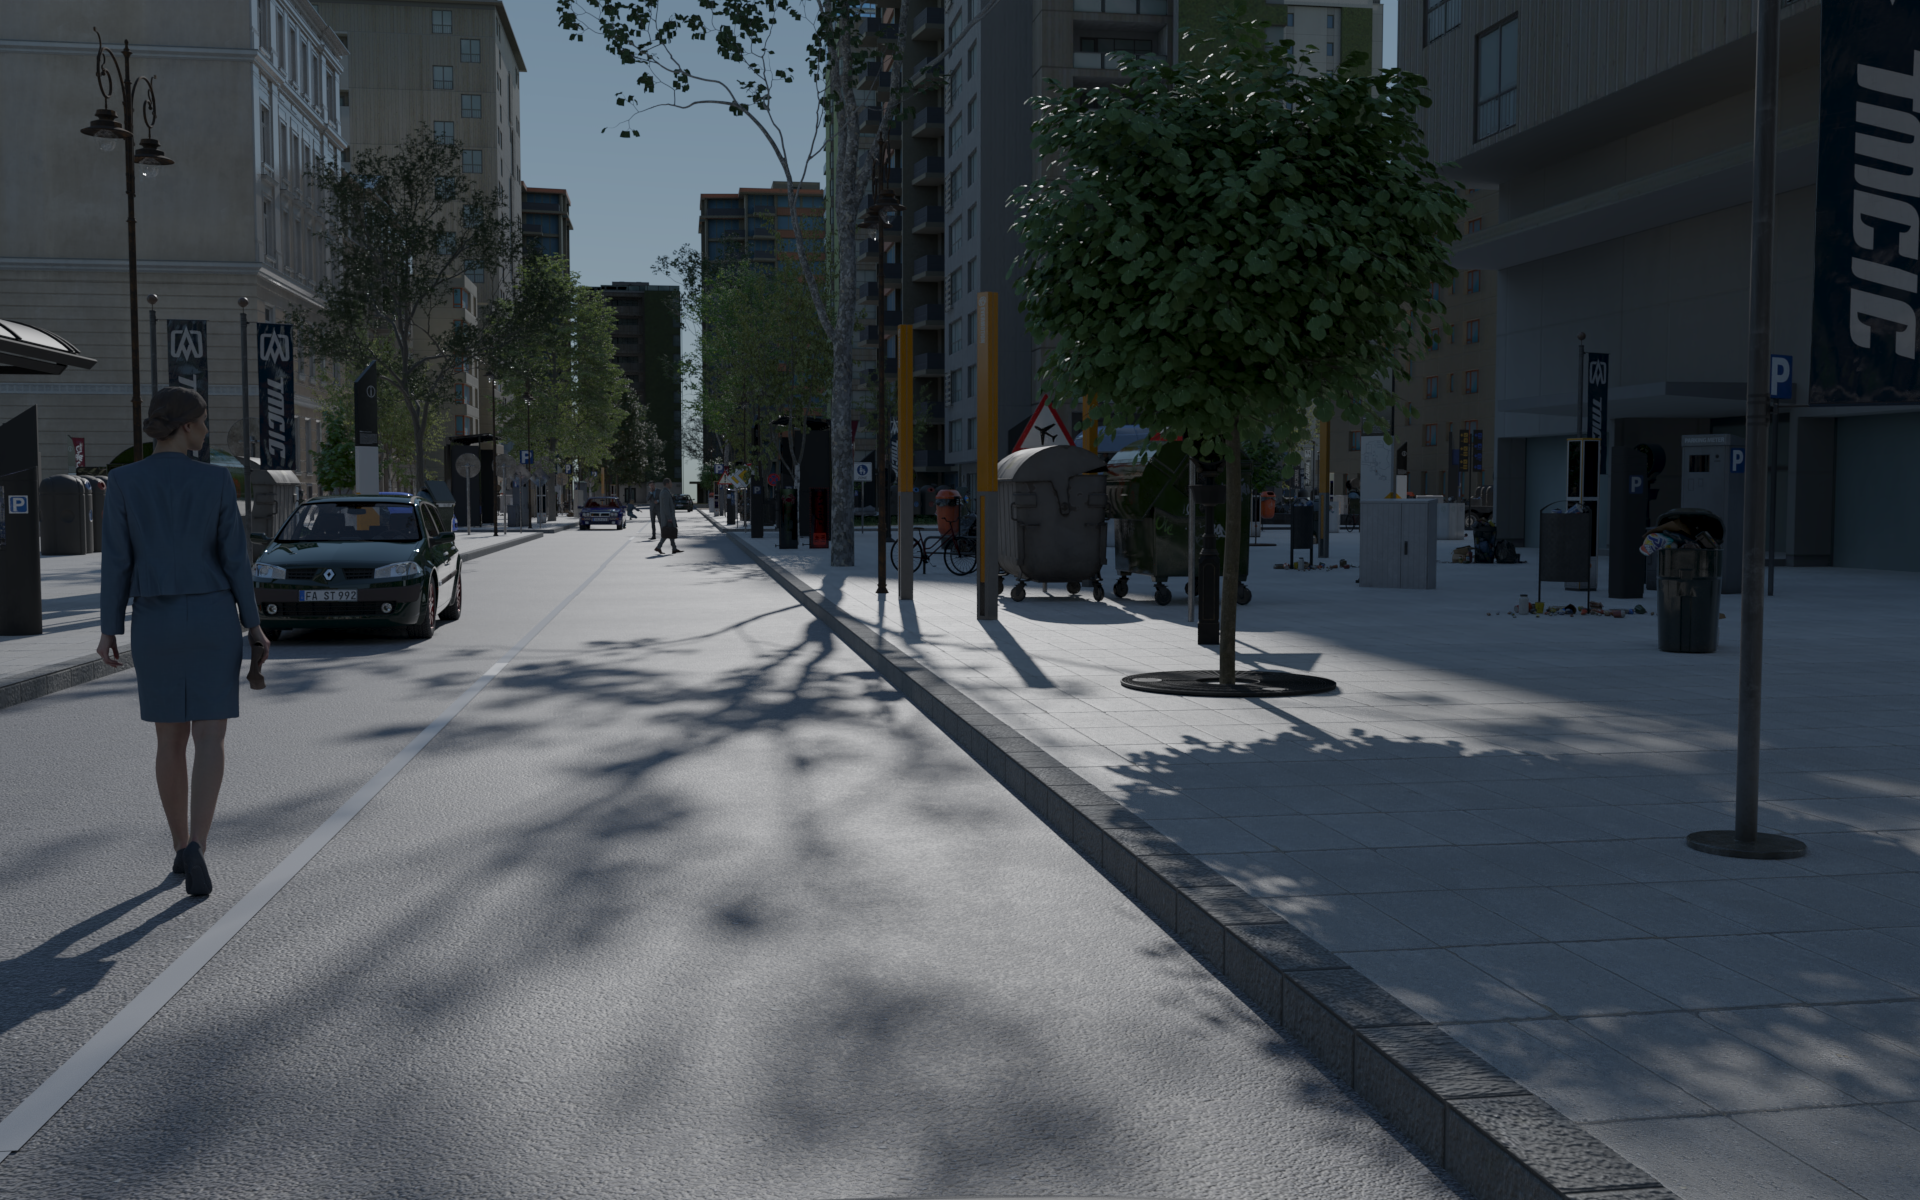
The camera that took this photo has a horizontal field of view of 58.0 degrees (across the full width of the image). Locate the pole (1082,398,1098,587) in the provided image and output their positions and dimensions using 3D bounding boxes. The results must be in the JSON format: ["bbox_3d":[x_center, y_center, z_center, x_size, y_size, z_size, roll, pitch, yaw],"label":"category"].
[{"bbox_3d":[1.788,-1.833,23.810,0.158,3.312,0.155,0,3,0],"label":"pole"}]

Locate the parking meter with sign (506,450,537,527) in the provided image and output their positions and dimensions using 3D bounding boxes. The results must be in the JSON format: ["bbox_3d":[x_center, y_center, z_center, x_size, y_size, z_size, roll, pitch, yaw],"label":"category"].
[{"bbox_3d":[-17.295,-4.390,68.035,0.543,3.016,1.738,0,4,6],"label":"parking meter with sign"}]

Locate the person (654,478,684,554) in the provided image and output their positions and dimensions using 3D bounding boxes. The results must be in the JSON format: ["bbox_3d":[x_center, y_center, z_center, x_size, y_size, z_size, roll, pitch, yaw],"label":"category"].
[{"bbox_3d":[-6.970,-2.011,41.486,0.767,1.812,0.694,-1,4,-18],"label":"person"}]

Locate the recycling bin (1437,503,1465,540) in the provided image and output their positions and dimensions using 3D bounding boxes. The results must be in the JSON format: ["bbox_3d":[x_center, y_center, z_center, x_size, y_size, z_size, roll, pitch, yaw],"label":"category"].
[{"bbox_3d":[13.674,-2.209,48.670,0.722,1.027,0.722,-3,4,-37],"label":"recycling bin"}]

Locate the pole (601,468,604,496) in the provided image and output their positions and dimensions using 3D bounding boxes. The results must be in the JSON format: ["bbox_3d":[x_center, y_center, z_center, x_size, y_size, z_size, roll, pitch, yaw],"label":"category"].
[{"bbox_3d":[-27.407,-8.506,132.909,0.158,3.312,0.155,0,3,0],"label":"pole"}]

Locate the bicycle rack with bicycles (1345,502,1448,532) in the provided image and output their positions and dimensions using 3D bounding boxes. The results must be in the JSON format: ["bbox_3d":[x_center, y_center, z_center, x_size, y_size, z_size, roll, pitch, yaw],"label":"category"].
[{"bbox_3d":[14.270,-2.668,57.006,2.852,0.926,2.925,0,4,-8],"label":"bicycle rack with bicycles"}]

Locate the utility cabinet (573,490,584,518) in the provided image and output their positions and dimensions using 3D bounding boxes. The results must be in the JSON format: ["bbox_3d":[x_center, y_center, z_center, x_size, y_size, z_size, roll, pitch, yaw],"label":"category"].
[{"bbox_3d":[-20.260,-5.098,92.038,0.318,1.500,1.173,-2,4,-24],"label":"utility cabinet"}]

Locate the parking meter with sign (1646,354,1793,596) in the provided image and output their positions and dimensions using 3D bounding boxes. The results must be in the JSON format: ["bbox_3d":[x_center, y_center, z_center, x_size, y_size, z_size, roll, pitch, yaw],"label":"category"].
[{"bbox_3d":[9.763,-1.601,22.436,0.543,3.016,1.738,-2,4,-34],"label":"parking meter with sign"}]

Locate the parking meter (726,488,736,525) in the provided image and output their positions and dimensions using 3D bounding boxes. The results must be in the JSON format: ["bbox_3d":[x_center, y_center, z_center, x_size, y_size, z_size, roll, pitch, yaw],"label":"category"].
[{"bbox_3d":[-9.587,-3.921,72.515,0.372,1.533,0.369,0,3,0],"label":"parking meter"}]

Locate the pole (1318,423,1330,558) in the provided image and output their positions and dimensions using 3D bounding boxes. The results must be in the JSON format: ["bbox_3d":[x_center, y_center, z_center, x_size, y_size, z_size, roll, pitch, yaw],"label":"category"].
[{"bbox_3d":[7.314,-2.502,34.752,0.158,3.312,0.155,0,3,0],"label":"pole"}]

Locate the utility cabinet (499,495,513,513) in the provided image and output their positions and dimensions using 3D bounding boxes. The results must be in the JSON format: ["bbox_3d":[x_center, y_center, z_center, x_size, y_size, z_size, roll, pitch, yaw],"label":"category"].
[{"bbox_3d":[-31.069,-6.587,118.852,1.020,1.237,0.306,1,4,12],"label":"utility cabinet"}]

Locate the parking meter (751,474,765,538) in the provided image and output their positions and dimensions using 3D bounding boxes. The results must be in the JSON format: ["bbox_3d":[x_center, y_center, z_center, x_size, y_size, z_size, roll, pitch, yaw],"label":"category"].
[{"bbox_3d":[-5.878,-2.730,50.352,0.399,1.863,0.255,0,4,-4],"label":"parking meter"}]

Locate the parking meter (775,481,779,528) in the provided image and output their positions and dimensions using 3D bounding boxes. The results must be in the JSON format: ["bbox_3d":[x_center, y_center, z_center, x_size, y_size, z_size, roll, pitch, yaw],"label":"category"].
[{"bbox_3d":[-6.797,-3.666,65.651,0.399,1.863,0.255,-1,4,-19],"label":"parking meter"}]

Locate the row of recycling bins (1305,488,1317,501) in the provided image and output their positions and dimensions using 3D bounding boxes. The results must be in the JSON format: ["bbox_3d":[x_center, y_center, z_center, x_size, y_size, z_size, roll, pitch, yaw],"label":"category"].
[{"bbox_3d":[25.443,-6.758,117.601,3.534,1.692,1.069,2,4,35],"label":"row of recycling bins"}]

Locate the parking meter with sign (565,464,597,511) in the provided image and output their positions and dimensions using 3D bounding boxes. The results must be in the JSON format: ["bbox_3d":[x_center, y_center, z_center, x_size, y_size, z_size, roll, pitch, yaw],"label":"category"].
[{"bbox_3d":[-22.309,-6.462,101.915,0.543,3.016,1.738,3,5,43],"label":"parking meter with sign"}]

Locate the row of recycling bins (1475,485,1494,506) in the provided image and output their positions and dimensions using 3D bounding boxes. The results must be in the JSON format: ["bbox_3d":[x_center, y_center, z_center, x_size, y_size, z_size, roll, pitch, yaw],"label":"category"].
[{"bbox_3d":[23.970,-4.315,77.657,1.069,1.692,3.534,0,4,-2],"label":"row of recycling bins"}]

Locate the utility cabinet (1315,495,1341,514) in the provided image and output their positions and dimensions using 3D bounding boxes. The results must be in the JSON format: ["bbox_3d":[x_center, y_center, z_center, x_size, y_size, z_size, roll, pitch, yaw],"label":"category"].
[{"bbox_3d":[14.916,-3.632,70.542,0.306,1.237,1.020,-2,4,-32],"label":"utility cabinet"}]

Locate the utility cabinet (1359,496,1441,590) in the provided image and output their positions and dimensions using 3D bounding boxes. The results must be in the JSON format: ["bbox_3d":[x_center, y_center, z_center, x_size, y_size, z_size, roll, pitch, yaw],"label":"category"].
[{"bbox_3d":[5.975,-0.764,23.646,1.020,1.237,0.306,3,5,41],"label":"utility cabinet"}]

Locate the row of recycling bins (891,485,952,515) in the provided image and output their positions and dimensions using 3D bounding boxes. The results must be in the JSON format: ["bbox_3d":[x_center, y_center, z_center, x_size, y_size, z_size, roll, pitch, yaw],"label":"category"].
[{"bbox_3d":[-1.885,-4.485,80.440,3.534,1.692,1.069,-3,4,-36],"label":"row of recycling bins"}]

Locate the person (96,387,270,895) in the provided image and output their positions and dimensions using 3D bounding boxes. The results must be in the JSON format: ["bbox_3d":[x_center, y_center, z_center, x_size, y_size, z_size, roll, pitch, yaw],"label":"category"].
[{"bbox_3d":[-2.850,0.136,6.305,0.581,1.822,0.654,-1,4,-8],"label":"person"}]

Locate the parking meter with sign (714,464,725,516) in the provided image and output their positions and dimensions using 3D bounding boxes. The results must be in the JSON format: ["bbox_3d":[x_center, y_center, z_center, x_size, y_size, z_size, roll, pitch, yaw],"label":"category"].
[{"bbox_3d":[-14.062,-6.452,101.752,0.543,3.016,1.738,0,4,-2],"label":"parking meter with sign"}]

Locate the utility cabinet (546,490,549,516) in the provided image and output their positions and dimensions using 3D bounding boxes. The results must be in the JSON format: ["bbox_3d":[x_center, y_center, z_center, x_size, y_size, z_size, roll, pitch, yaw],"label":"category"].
[{"bbox_3d":[-24.368,-5.708,102.007,0.318,1.500,1.173,0,4,4],"label":"utility cabinet"}]

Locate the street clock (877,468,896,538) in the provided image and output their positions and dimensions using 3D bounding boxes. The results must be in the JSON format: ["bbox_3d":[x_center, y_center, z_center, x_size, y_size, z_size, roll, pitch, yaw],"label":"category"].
[{"bbox_3d":[-2.006,-2.619,47.395,0.471,2.002,0.358,2,4,32],"label":"street clock"}]

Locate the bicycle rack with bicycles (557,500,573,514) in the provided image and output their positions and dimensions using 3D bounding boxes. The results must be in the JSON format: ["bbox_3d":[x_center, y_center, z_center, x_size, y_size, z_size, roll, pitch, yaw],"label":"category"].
[{"bbox_3d":[-26.819,-6.148,113.901,2.852,0.926,2.925,-3,4,-38],"label":"bicycle rack with bicycles"}]

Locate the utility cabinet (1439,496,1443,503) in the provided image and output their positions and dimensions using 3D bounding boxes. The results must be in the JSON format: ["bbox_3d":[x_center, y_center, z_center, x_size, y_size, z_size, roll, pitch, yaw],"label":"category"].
[{"bbox_3d":[18.808,-3.559,69.349,1.020,1.237,0.306,1,4,10],"label":"utility cabinet"}]

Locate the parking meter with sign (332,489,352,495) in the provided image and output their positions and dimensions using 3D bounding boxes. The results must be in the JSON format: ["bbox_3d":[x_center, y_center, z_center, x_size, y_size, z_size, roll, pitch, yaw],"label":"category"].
[{"bbox_3d":[-24.503,-4.425,68.616,1.738,3.016,0.543,-3,5,-40],"label":"parking meter with sign"}]

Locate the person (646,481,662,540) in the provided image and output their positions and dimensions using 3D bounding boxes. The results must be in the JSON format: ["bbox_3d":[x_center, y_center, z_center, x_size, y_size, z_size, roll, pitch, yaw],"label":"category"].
[{"bbox_3d":[-9.550,-2.823,54.455,0.655,1.846,0.447,1,4,9],"label":"person"}]

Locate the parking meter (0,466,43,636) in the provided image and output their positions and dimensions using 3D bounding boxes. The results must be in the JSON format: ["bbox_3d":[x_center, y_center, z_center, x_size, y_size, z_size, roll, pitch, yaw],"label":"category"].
[{"bbox_3d":[-8.589,-0.450,15.772,0.372,1.533,0.369,0,3,0],"label":"parking meter"}]

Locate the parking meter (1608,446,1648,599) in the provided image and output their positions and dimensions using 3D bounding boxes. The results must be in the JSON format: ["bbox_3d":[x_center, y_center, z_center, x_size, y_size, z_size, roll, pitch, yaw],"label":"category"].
[{"bbox_3d":[8.223,-0.954,21.313,0.399,1.863,0.255,-2,4,-23],"label":"parking meter"}]

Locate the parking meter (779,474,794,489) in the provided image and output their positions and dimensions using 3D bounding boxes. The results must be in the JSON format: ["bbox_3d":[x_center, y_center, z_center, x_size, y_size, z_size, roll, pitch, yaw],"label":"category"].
[{"bbox_3d":[-4.879,-2.671,49.374,0.399,1.863,0.255,-1,4,-13],"label":"parking meter"}]

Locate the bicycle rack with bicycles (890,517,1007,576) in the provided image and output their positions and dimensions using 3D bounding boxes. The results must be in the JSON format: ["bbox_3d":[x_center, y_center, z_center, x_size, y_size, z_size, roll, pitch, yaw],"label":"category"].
[{"bbox_3d":[0.707,-0.878,27.738,2.925,0.926,2.852,3,4,36],"label":"bicycle rack with bicycles"}]

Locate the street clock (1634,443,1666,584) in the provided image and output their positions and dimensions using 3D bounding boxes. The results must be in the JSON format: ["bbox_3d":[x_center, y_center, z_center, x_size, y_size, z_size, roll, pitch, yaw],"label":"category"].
[{"bbox_3d":[9.805,-1.233,24.734,0.358,2.002,0.471,-1,4,-22],"label":"street clock"}]

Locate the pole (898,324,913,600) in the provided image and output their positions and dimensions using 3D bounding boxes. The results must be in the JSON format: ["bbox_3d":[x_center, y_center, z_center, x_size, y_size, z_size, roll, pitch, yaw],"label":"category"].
[{"bbox_3d":[-0.660,-1.659,20.973,0.158,3.312,0.155,0,3,0],"label":"pole"}]

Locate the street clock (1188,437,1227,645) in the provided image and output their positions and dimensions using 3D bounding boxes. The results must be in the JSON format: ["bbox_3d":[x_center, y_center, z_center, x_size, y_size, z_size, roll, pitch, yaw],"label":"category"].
[{"bbox_3d":[2.128,-0.623,14.764,0.471,2.002,0.358,1,4,9],"label":"street clock"}]

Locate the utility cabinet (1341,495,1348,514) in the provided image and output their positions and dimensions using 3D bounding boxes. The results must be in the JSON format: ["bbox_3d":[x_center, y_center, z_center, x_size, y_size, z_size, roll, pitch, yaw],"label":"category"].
[{"bbox_3d":[22.523,-5.537,101.687,1.020,1.237,0.306,2,4,29],"label":"utility cabinet"}]

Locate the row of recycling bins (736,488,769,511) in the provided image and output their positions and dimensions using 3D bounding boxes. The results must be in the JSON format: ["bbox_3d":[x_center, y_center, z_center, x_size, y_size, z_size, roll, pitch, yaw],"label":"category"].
[{"bbox_3d":[-14.645,-7.069,122.697,1.069,1.692,3.534,-3,4,-39],"label":"row of recycling bins"}]

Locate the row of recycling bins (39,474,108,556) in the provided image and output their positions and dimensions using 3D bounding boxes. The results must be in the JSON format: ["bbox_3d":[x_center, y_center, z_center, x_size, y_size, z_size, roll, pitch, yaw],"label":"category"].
[{"bbox_3d":[-19.151,-1.870,37.685,1.069,1.692,3.534,-1,4,-11],"label":"row of recycling bins"}]

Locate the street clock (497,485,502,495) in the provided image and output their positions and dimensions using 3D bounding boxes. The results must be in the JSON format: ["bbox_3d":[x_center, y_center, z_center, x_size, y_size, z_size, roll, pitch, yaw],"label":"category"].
[{"bbox_3d":[-35.663,-7.907,133.842,0.471,2.002,0.358,-1,4,-10],"label":"street clock"}]

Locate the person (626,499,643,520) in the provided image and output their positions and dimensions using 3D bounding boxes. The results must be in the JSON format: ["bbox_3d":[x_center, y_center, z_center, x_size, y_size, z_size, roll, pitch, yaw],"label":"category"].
[{"bbox_3d":[-18.280,-5.038,96.366,1.012,1.151,0.738,2,4,34],"label":"person"}]

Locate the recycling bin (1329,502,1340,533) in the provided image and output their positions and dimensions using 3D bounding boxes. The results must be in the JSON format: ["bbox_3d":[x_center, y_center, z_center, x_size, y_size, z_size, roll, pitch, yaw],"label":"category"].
[{"bbox_3d":[12.227,-2.747,57.471,0.722,1.027,0.722,1,4,16],"label":"recycling bin"}]

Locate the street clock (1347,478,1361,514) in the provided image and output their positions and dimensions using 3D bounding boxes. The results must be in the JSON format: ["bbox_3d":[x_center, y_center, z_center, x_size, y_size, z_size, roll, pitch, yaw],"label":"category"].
[{"bbox_3d":[18.252,-4.610,79.949,0.471,2.002,0.358,0,4,-1],"label":"street clock"}]

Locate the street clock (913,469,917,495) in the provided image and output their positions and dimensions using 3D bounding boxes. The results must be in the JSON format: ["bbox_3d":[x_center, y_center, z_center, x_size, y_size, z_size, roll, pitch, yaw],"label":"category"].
[{"bbox_3d":[-1.409,-2.611,47.254,0.471,2.002,0.358,0,4,4],"label":"street clock"}]

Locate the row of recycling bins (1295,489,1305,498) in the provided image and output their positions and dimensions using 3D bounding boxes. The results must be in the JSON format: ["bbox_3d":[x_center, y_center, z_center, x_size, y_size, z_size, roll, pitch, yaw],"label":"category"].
[{"bbox_3d":[25.304,-7.795,134.565,3.534,1.692,1.069,1,4,12],"label":"row of recycling bins"}]

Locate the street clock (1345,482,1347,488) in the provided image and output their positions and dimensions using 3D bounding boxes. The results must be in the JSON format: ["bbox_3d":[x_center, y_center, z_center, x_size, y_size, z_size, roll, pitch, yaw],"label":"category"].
[{"bbox_3d":[20.166,-5.193,89.471,0.358,2.002,0.471,-3,5,-44],"label":"street clock"}]

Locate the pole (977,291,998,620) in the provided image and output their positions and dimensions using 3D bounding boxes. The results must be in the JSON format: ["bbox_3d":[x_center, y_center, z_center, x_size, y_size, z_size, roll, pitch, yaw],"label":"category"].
[{"bbox_3d":[0.279,-1.453,17.599,0.158,3.312,0.155,0,3,0],"label":"pole"}]

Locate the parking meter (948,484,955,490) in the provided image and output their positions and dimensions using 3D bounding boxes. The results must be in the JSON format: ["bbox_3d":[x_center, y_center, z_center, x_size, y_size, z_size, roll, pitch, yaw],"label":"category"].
[{"bbox_3d":[-0.536,-5.903,102.218,0.255,1.863,0.399,-3,5,-44],"label":"parking meter"}]

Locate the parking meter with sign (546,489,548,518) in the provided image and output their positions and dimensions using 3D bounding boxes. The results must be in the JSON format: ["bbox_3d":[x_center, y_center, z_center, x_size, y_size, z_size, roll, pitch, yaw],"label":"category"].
[{"bbox_3d":[-23.419,-6.018,94.663,1.738,3.016,0.543,0,4,-2],"label":"parking meter with sign"}]

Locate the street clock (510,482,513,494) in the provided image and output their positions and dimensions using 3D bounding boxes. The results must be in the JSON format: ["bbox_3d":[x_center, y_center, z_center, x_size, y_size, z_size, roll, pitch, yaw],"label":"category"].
[{"bbox_3d":[-23.322,-5.280,90.896,0.358,2.002,0.471,3,5,44],"label":"street clock"}]

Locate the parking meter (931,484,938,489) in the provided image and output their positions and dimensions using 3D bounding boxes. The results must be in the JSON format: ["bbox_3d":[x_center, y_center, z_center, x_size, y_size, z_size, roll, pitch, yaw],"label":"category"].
[{"bbox_3d":[-1.438,-5.608,97.401,0.255,1.863,0.399,-2,4,-32],"label":"parking meter"}]
